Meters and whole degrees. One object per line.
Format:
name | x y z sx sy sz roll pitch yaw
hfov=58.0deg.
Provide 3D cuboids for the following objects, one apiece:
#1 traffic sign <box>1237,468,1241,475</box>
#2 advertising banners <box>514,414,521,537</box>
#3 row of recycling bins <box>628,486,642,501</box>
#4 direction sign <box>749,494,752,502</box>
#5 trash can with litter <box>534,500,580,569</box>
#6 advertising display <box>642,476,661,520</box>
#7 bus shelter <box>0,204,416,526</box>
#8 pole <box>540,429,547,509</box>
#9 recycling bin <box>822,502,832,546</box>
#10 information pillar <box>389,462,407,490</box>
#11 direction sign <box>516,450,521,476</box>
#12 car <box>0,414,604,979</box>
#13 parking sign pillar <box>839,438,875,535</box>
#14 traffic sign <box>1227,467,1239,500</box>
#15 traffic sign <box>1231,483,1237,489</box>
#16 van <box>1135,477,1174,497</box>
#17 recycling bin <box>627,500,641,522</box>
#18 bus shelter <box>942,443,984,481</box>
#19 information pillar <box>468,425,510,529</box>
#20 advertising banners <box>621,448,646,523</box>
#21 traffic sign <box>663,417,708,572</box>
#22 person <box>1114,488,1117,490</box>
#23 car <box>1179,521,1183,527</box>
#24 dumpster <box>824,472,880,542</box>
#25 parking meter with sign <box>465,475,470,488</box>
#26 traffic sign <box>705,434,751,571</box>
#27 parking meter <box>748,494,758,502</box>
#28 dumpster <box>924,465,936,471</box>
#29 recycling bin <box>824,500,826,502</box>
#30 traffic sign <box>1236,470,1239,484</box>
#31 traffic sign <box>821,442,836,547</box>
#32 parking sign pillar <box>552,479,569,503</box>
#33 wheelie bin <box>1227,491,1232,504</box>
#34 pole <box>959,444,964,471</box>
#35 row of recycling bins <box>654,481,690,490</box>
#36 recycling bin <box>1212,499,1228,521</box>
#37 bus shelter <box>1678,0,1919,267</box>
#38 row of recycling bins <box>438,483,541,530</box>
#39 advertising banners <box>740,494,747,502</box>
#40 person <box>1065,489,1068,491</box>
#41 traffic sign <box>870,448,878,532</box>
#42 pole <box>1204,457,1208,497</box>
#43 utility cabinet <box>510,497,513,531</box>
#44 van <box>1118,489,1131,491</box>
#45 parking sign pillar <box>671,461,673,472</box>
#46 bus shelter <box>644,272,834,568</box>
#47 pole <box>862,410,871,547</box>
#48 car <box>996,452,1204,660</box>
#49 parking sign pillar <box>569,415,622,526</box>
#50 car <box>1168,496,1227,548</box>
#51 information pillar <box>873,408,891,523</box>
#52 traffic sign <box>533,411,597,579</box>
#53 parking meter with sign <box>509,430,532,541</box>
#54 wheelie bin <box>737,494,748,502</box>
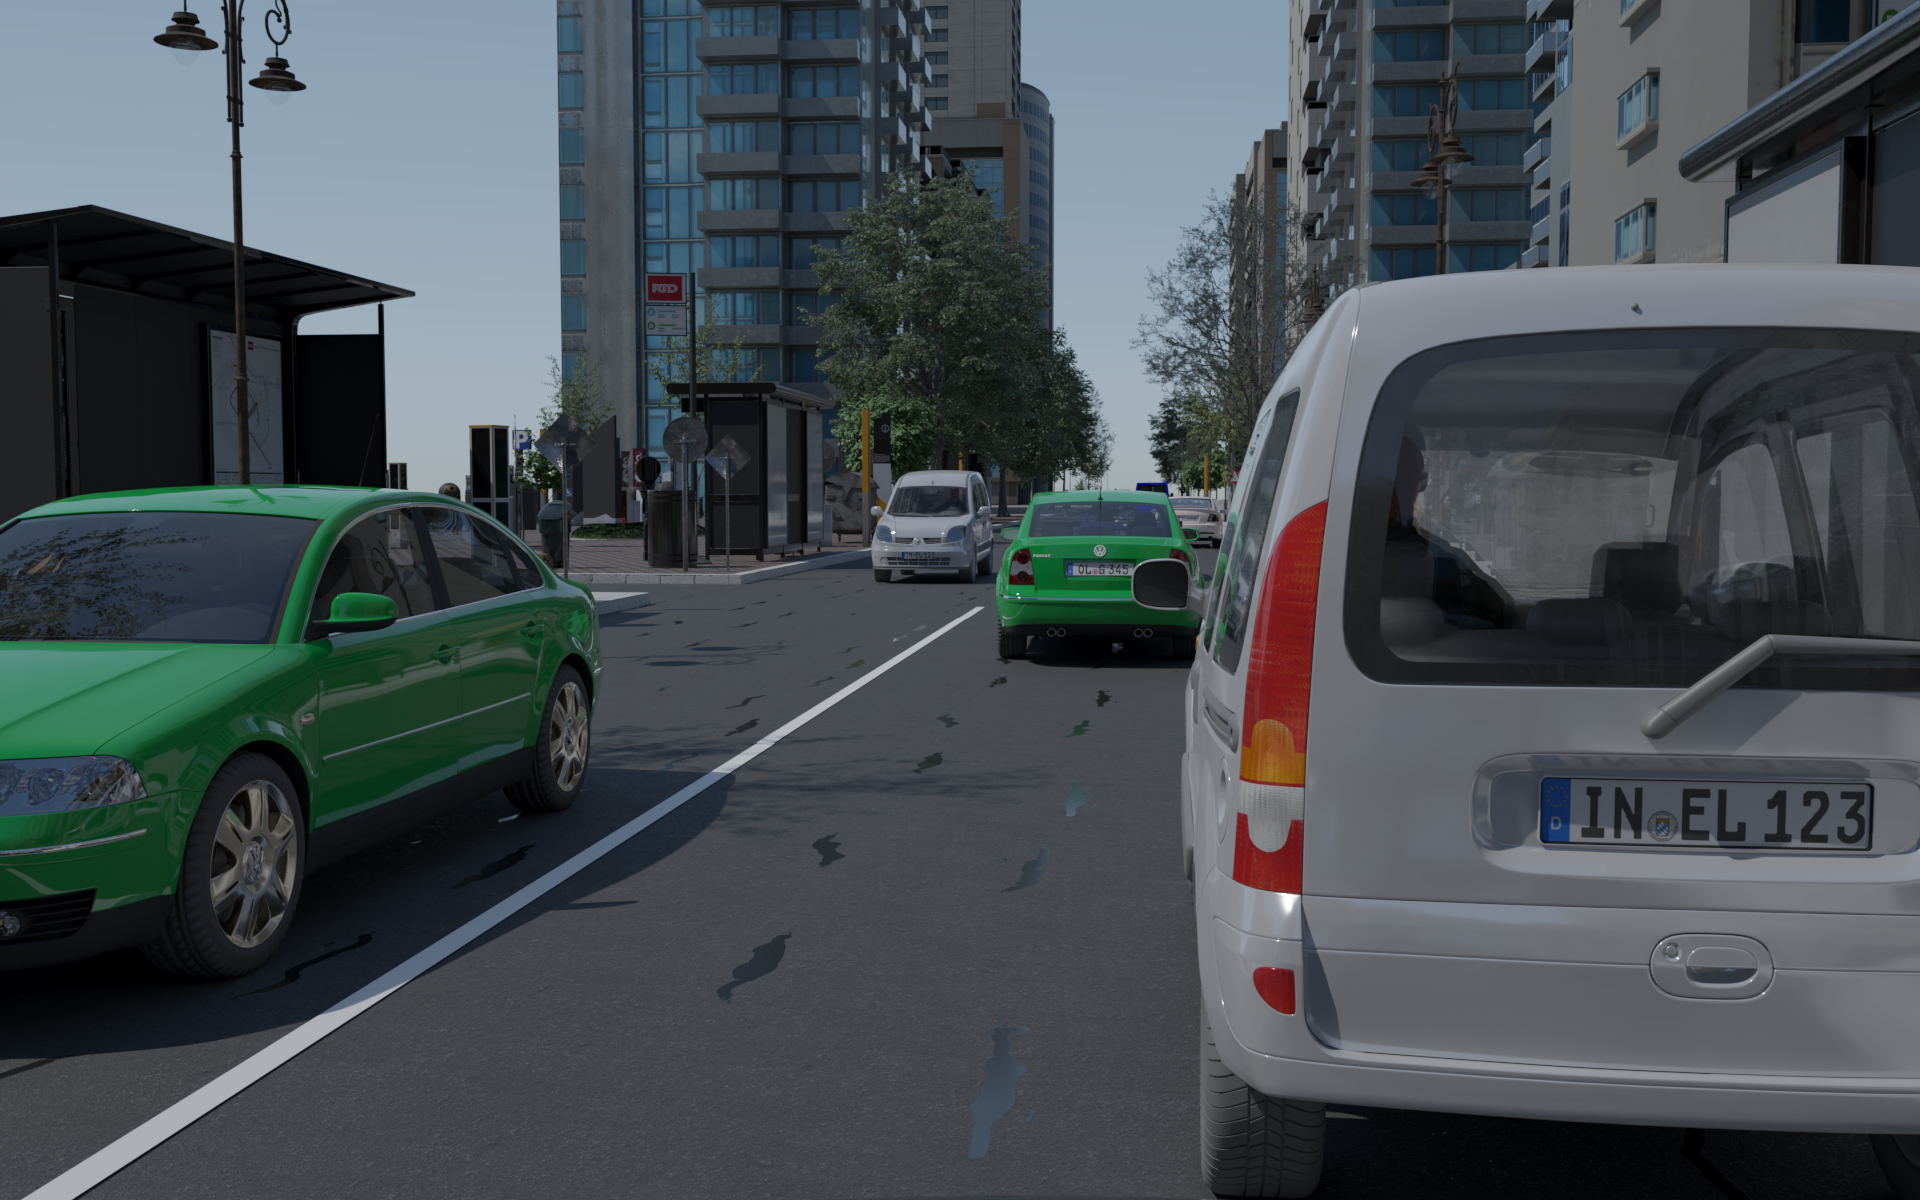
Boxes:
traffic sign | 14.026 -5.300 86.660 0.884 2.594 0.081 1 4 14
advertising banners | -9.994 -2.621 39.045 0.090 3.025 2.074 -1 4 -12
row of recycling bins | -13.998 -4.257 76.712 1.069 1.692 3.534 0 4 2
direction sign | -5.036 -3.039 41.677 0.379 3.537 0.876 1 4 8
trash can with litter | -6.999 -1.122 29.724 0.624 1.170 1.055 1 4 11
advertising display | -10.697 -3.361 60.166 0.123 1.923 0.974 2 4 25
bus shelter | -7.532 -1.589 17.267 1.731 3.624 6.357 0 4 7
pole | -13.004 -3.686 54.102 0.158 3.312 0.155 0 3 0
recycling bin | -3.637 -1.843 42.694 0.722 1.027 0.722 3 4 37
information pillar | -13.081 -2.194 40.356 0.304 2.012 0.304 1 4 18
direction sign | -21.353 -5.623 83.933 0.379 3.537 0.876 0 4 6
car | -2.800 0.134 6.601 1.959 1.807 4.718 0 4 7
parking sign pillar | -3.188 -4.081 55.194 1.447 3.967 1.447 1 4 12
traffic sign | 12.721 -4.941 80.790 0.884 2.594 0.081 1 4 9
traffic sign | 15.451 -5.934 97.127 0.768 2.556 0.104 0 4 7
van | 10.266 -5.385 92.424 2.240 2.365 5.245 0 4 7
recycling bin | -12.946 -3.398 68.115 0.722 1.027 0.722 -1 4 -13
bus shelter | 0.246 -5.195 76.223 1.731 3.624 6.357 0 4 7
information pillar | -5.022 -0.858 18.528 0.304 2.012 0.304 1 4 20
advertising banners | -12.946 -4.265 65.926 2.074 3.025 0.090 0 4 4
traffic sign | -4.533 -1.739 28.536 0.768 2.556 0.104 0 4 8
person | 10.397 -6.543 115.607 1.348 1.807 0.705 -1 4 -13
car | 2.903 -1.076 30.173 1.945 1.354 3.894 0 4 6
dumpster | -2.876 -2.445 45.735 1.264 1.857 1.865 0 4 6
parking meter with sign | -19.599 -4.515 70.075 1.738 3.016 0.543 1 4 18
traffic sign | -3.892 -1.551 29.009 0.795 2.450 0.064 0 4 7
parking meter | -7.137 -3.143 59.794 0.372 1.533 0.369 0 3 0
dumpster | -1.317 -3.355 57.342 1.502 2.255 1.985 0 4 6
recycling bin | -5.862 -3.719 73.359 0.722 1.027 0.722 0 4 -6
traffic sign | 14.998 -5.680 92.979 0.768 2.556 0.104 0 4 8
traffic sign | -3.385 -2.555 41.883 0.768 2.556 0.104 1 4 10
parking sign pillar | -15.520 -4.970 69.724 1.447 3.967 1.447 1 4 10
wheelie bin | 15.917 -5.689 100.928 0.693 1.594 0.980 0 4 3
pole | 0.072 -4.697 70.637 0.158 3.312 0.155 0 3 0
row of recycling bins | -9.509 -3.055 57.057 1.069 1.692 3.534 0 4 -3
recycling bin | 12.251 -4.215 81.477 0.722 1.027 0.722 2 4 32
bus shelter | 5.232 -1.906 8.797 2.179 5.291 8.768 0 4 7
row of recycling bins | -16.956 -3.365 62.123 3.534 1.692 1.069 0 4 1
advertising banners | -10.010 -5.330 83.332 0.090 3.025 2.074 -3 4 -39
person | 6.674 -6.003 107.439 1.217 1.735 0.721 -2 4 -29
traffic sign | -2.324 -2.924 47.915 0.768 2.556 0.104 1 4 12
pole | 13.417 -6.147 94.343 0.158 3.312 0.155 0 3 0
utility cabinet | -10.792 -1.809 40.731 0.306 1.237 1.020 -2 4 -31
van | 21.039 -13.346 222.584 2.240 2.365 5.245 0 4 8
parking sign pillar | -16.470 -6.818 99.950 1.447 3.967 1.447 -1 4 -14
bus shelter | -4.337 -3.448 34.014 2.179 5.291 8.768 0 4 6
pole | -2.266 -2.940 41.906 0.158 3.312 0.155 0 3 0
car | 1.328 -0.467 16.427 1.959 1.807 4.718 0 4 5
parking sign pillar | -12.279 -4.339 59.415 1.447 3.967 1.447 1 4 22
car | 6.272 -2.152 47.550 2.083 1.381 4.827 0 4 8
information pillar | -2.110 -3.424 47.330 0.504 3.616 0.183 0 4 -1
traffic sign | -4.803 -1.066 21.076 0.795 2.450 0.064 0 4 7
parking meter with sign | -12.070 -3.050 46.134 0.543 3.016 1.738 1 4 15
wheelie bin | -13.216 -5.983 105.731 0.693 1.594 0.980 -3 5 -42
